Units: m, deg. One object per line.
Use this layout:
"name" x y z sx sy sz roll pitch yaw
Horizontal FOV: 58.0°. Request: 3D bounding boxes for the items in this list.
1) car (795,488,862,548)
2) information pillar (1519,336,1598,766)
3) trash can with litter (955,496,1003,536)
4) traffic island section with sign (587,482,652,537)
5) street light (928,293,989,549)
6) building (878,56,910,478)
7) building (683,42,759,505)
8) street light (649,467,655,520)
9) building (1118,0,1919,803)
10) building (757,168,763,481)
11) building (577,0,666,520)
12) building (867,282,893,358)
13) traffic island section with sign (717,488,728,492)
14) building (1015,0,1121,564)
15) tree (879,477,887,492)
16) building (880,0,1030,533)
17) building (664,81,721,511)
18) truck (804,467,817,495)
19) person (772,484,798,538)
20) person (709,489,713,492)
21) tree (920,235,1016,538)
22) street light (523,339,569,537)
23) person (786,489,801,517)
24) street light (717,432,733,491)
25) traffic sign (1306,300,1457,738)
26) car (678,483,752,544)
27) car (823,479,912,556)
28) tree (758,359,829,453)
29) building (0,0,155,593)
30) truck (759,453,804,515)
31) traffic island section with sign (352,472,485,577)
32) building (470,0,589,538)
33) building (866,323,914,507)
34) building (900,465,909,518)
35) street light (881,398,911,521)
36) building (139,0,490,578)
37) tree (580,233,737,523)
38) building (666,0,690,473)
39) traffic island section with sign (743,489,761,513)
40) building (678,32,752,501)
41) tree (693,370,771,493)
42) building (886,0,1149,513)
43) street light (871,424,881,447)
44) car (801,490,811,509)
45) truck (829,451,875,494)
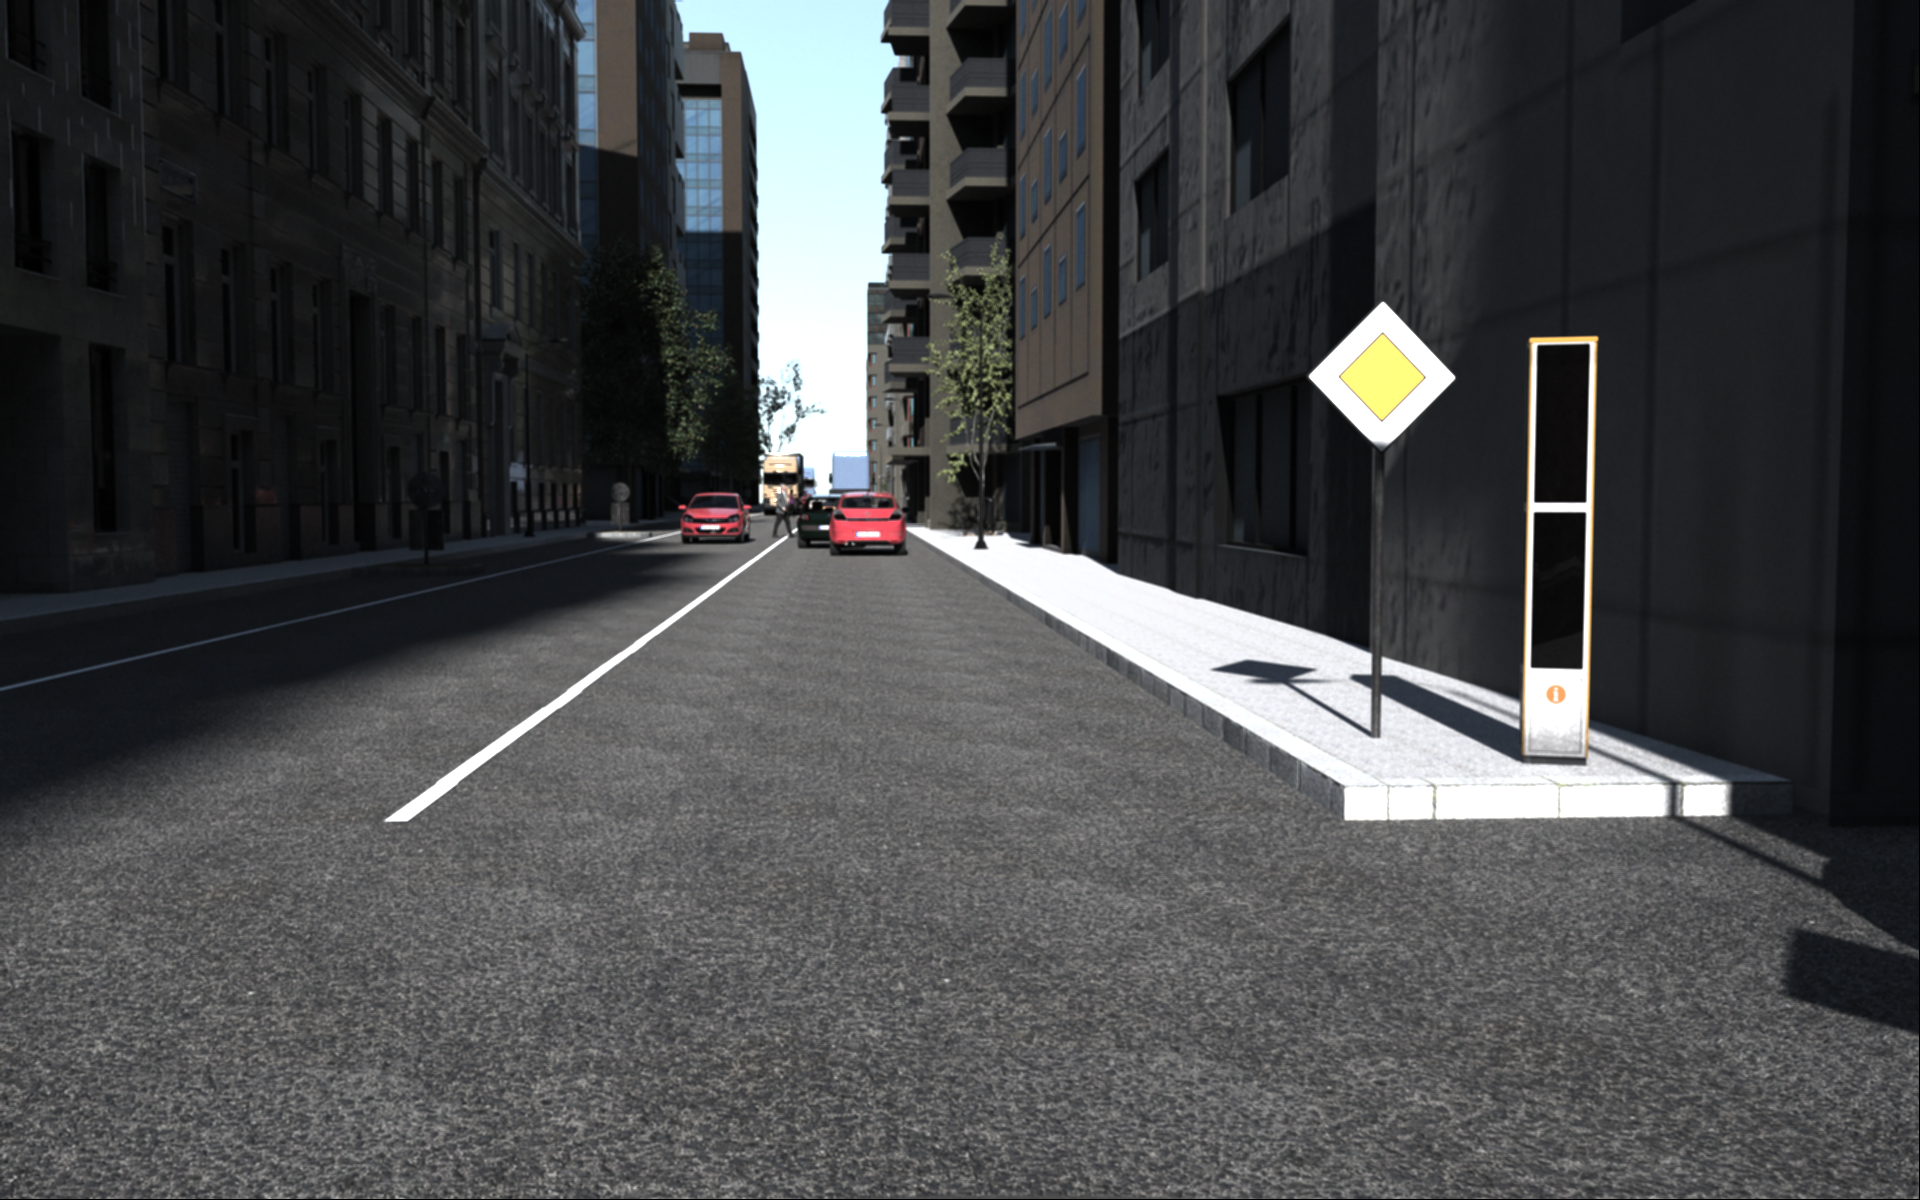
"car" -3.508 -2.285 47.149 2.009 1.686 4.222 0 4 -3
"information pillar" 2.857 -0.232 8.288 0.304 2.012 0.304 1 4 16
"trash can with litter" 0.535 -2.607 53.687 1.678 1.210 2.233 3 5 41
"traffic island section with sign" -11.413 -3.033 58.215 1.989 1.847 2.006 0 4 -4
"street light" -0.050 -4.140 40.231 1.470 5.913 1.316 0 4 -4
"building" 3.270 -34.567 184.774 23.786 49.044 30.456 0 4 -4
"building" -33.424 -34.640 190.063 21.300 48.544 21.600 0 4 -4
"street light" -14.612 -6.878 84.997 1.470 5.913 1.316 0 4 -4
"building" 13.350 -35.343 16.112 20.611 71.187 20.563 0 4 -4
"building" -36.588 -36.535 216.962 23.786 49.044 30.456 0 4 -4
"building" -22.794 -26.858 89.231 14.600 45.320 14.200 0 4 -4
"building" -5.650 -28.429 236.518 14.160 30.474 14.107 0 4 -4
"traffic island section with sign" -14.684 -6.049 107.526 1.989 1.847 2.006 0 4 -4
"building" 8.805 -23.698 37.569 14.600 45.320 14.200 0 4 -4
"tree" -6.740 -10.629 168.388 1.663 3.219 1.824 0 3 0
"building" 7.986 -25.389 69.738 22.147 44.769 28.867 0 4 -4
"building" -35.406 -27.128 135.416 32.217 40.220 23.993 0 4 -4
"truck" -16.084 -11.584 179.154 2.967 4.110 18.799 0 4 -4
"person" -5.775 -2.944 57.039 0.834 1.777 0.661 1 4 9
"person" -13.816 -5.278 95.524 0.721 1.735 1.217 0 4 1
"tree" 0.697 -6.113 50.316 4.737 8.622 4.395 0 3 0
"street light" -12.406 -4.854 51.909 1.470 5.913 1.316 0 4 -4
"person" -10.425 -5.983 107.006 1.217 1.739 0.721 -1 4 -19
"street light" -17.601 -9.599 129.479 1.470 5.913 1.316 0 4 -4
"traffic sign" 2.187 -0.331 9.061 0.795 2.450 0.064 0 4 -4
"car" -7.238 -2.595 51.467 2.155 1.783 4.494 0 4 -3
"car" -2.233 -2.006 41.842 2.155 1.783 4.494 0 4 -3
"tree" -25.096 -23.607 241.864 12.611 20.169 13.585 0 3 0
"building" -16.334 -9.855 15.885 10.420 20.320 16.860 0 4 -4
"truck" -12.244 -8.027 120.150 2.839 4.237 11.283 0 4 -3
"traffic island section with sign" -9.614 -1.365 30.952 1.989 1.847 2.006 0 4 -4
"building" -20.725 -16.717 59.220 13.634 28.700 20.117 0 4 -4
"building" 2.329 -22.647 215.322 27.650 21.520 28.899 0 4 -4
"building" 12.866 -24.829 97.837 32.217 40.220 23.993 0 4 -4
"street light" -2.947 -6.795 83.636 1.470 5.913 1.316 0 4 -4
"building" -18.663 -14.649 36.781 12.463 27.353 25.104 0 4 -4
"tree" -14.687 -9.739 76.241 9.611 12.733 9.660 0 3 0
"building" -31.900 -31.805 109.257 28.713 52.752 27.495 0 4 -4
"traffic island section with sign" -16.471 -7.701 134.535 1.989 1.847 2.006 0 4 -4
"building" -28.175 -31.957 172.602 14.600 45.320 14.200 0 4 -4
"tree" -21.179 -14.695 158.392 7.486 12.596 7.792 0 3 0
"building" 4.051 -43.465 148.903 20.563 71.187 20.611 0 4 -4
"street light" -4.968 -8.706 114.876 1.470 5.913 1.316 0 4 -4
"car" -13.053 -7.925 138.249 2.281 1.827 5.304 0 4 -5
"truck" -6.679 -6.959 103.545 2.967 4.110 18.799 0 4 -2
